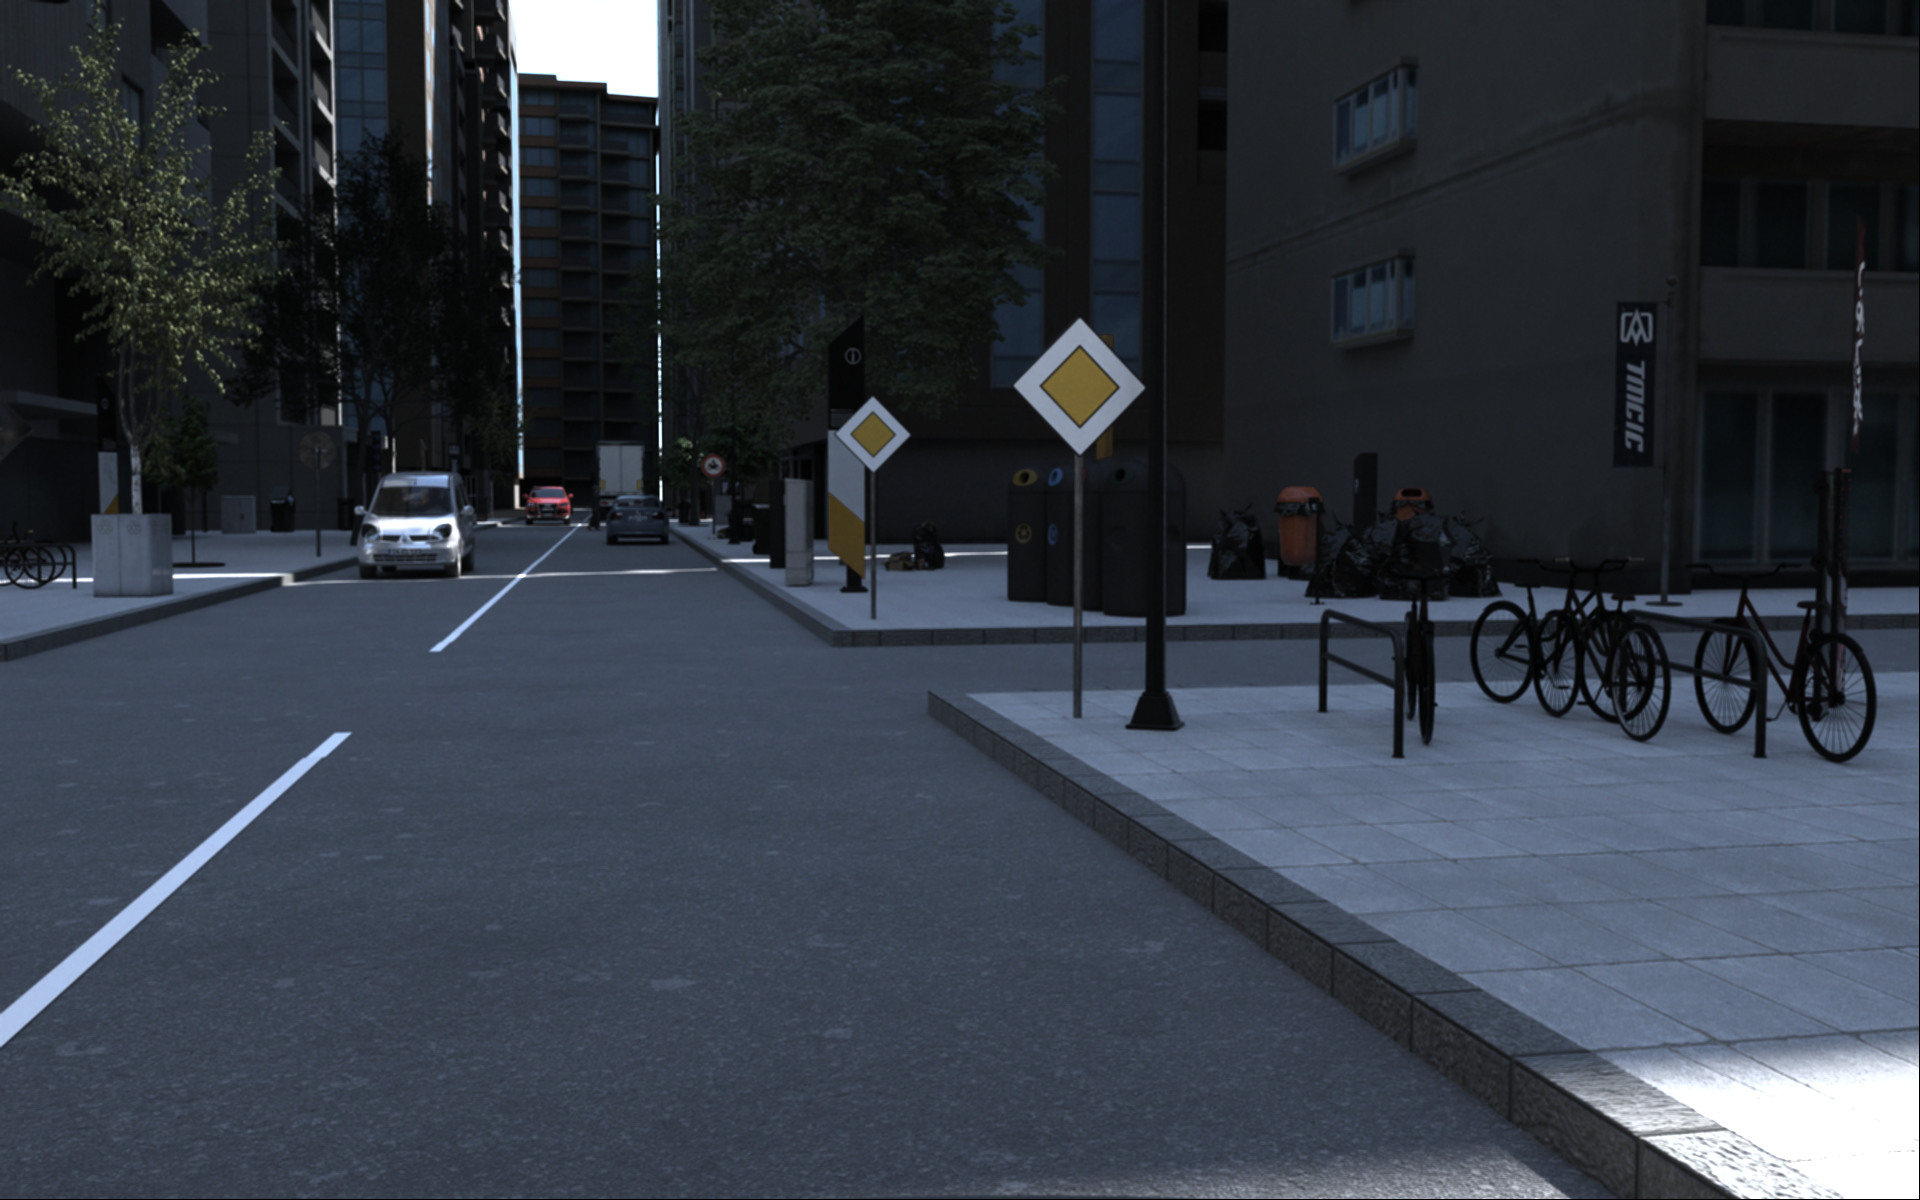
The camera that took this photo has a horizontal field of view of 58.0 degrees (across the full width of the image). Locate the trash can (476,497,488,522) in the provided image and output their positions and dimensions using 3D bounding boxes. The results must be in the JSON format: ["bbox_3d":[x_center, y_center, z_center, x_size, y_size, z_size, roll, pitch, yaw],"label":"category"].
[{"bbox_3d":[-21.923,-4.128,79.148,0.748,1.137,0.748,0,3,0],"label":"trash can"}]

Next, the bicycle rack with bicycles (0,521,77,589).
[{"bbox_3d":[-13.463,-0.621,23.543,2.925,0.926,2.852,-3,5,-40],"label":"bicycle rack with bicycles"}]

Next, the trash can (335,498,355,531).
[{"bbox_3d":[-21.563,-3.013,60.918,0.748,1.137,0.748,0,3,0],"label":"trash can"}]

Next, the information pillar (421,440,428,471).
[{"bbox_3d":[-23.313,-5.140,75.397,0.183,3.616,0.504,-3,5,-42],"label":"information pillar"}]

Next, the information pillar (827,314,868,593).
[{"bbox_3d":[-1.464,-1.906,22.520,0.504,3.616,0.183,-1,4,-12],"label":"information pillar"}]

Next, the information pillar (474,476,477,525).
[{"bbox_3d":[-20.121,-4.086,71.300,0.304,2.012,0.304,2,4,30],"label":"information pillar"}]

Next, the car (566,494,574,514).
[{"bbox_3d":[-28.463,-6.930,123.085,2.009,1.686,4.222,-1,4,-9],"label":"car"}]

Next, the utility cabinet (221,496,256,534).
[{"bbox_3d":[-23.245,-2.729,55.788,1.020,1.237,0.306,0,4,3],"label":"utility cabinet"}]

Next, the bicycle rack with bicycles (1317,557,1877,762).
[{"bbox_3d":[3.149,0.241,9.445,2.852,0.926,2.925,0,4,1],"label":"bicycle rack with bicycles"}]

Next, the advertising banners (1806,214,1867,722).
[{"bbox_3d":[5.333,-0.874,10.471,0.090,3.025,2.074,2,4,32],"label":"advertising banners"}]

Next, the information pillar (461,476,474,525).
[{"bbox_3d":[-20.136,-4.042,70.572,0.304,2.012,0.304,1,4,18],"label":"information pillar"}]

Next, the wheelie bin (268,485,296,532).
[{"bbox_3d":[-22.804,-3.081,58.279,0.980,1.594,0.693,1,4,8],"label":"wheelie bin"}]

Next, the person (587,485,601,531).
[{"bbox_3d":[-14.317,-3.607,67.898,0.576,1.772,0.534,3,5,44],"label":"person"}]

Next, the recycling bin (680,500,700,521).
[{"bbox_3d":[-12.364,-4.084,79.329,0.722,1.027,0.722,1,4,9],"label":"recycling bin"}]

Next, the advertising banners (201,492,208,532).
[{"bbox_3d":[-25.641,-3.820,58.639,0.090,3.025,2.074,-2,4,-28],"label":"advertising banners"}]

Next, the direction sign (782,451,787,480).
[{"bbox_3d":[-6.436,-4.375,63.521,0.379,3.537,0.876,0,4,3],"label":"direction sign"}]

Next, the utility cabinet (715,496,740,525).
[{"bbox_3d":[-9.664,-3.720,71.976,1.020,1.237,0.306,1,4,12],"label":"utility cabinet"}]

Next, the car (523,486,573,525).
[{"bbox_3d":[-19.286,-4.429,81.079,2.281,1.827,5.304,-1,4,-13],"label":"car"}]

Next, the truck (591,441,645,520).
[{"bbox_3d":[-19.224,-6.632,97.342,2.839,4.237,11.283,-1,4,-13],"label":"truck"}]

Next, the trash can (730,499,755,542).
[{"bbox_3d":[-5.841,-2.154,46.877,0.748,1.137,0.748,0,3,0],"label":"trash can"}]

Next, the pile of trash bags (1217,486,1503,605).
[{"bbox_3d":[5.049,-0.702,21.228,3.447,1.369,1.912,-3,5,-42],"label":"pile of trash bags"}]

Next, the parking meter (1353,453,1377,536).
[{"bbox_3d":[5.800,-1.168,24.814,0.255,1.863,0.399,0,4,-1],"label":"parking meter"}]

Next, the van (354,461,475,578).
[{"bbox_3d":[-9.635,-1.456,30.818,2.013,2.044,4.112,-1,4,-11],"label":"van"}]

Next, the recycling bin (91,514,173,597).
[{"bbox_3d":[-10.442,-0.570,21.866,0.722,1.027,0.722,0,4,-2],"label":"recycling bin"}]

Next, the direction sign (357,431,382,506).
[{"bbox_3d":[-21.160,-4.288,62.109,0.876,3.537,0.379,0,4,7],"label":"direction sign"}]

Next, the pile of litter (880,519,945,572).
[{"bbox_3d":[-0.842,-0.952,29.531,1.176,0.858,1.719,2,4,28],"label":"pile of litter"}]

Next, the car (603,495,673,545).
[{"bbox_3d":[-9.352,-2.344,50.333,2.014,1.417,4.499,-1,4,-10],"label":"car"}]

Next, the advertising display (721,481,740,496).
[{"bbox_3d":[-11.149,-4.825,84.110,0.974,1.923,0.123,-2,4,-31],"label":"advertising display"}]

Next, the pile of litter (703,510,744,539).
[{"bbox_3d":[-6.502,-2.196,49.871,1.719,0.858,1.176,1,4,9],"label":"pile of litter"}]

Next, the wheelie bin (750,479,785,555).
[{"bbox_3d":[-4.028,-1.772,36.886,0.980,1.594,0.693,2,4,25],"label":"wheelie bin"}]

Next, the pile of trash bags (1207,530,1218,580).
[{"bbox_3d":[5.406,-1.011,26.279,3.447,1.369,1.912,1,4,18],"label":"pile of trash bags"}]

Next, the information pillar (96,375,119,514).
[{"bbox_3d":[-16.851,-2.623,34.241,0.183,3.616,0.504,0,4,8],"label":"information pillar"}]

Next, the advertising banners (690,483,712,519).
[{"bbox_3d":[-13.265,-5.698,89.356,2.074,3.025,0.090,3,5,44],"label":"advertising banners"}]

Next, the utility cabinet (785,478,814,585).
[{"bbox_3d":[-2.253,-0.967,24.484,0.318,1.500,1.173,0,3,0],"label":"utility cabinet"}]

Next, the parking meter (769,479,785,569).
[{"bbox_3d":[-3.103,-1.317,29.939,0.372,1.533,0.369,0,3,0],"label":"parking meter"}]
